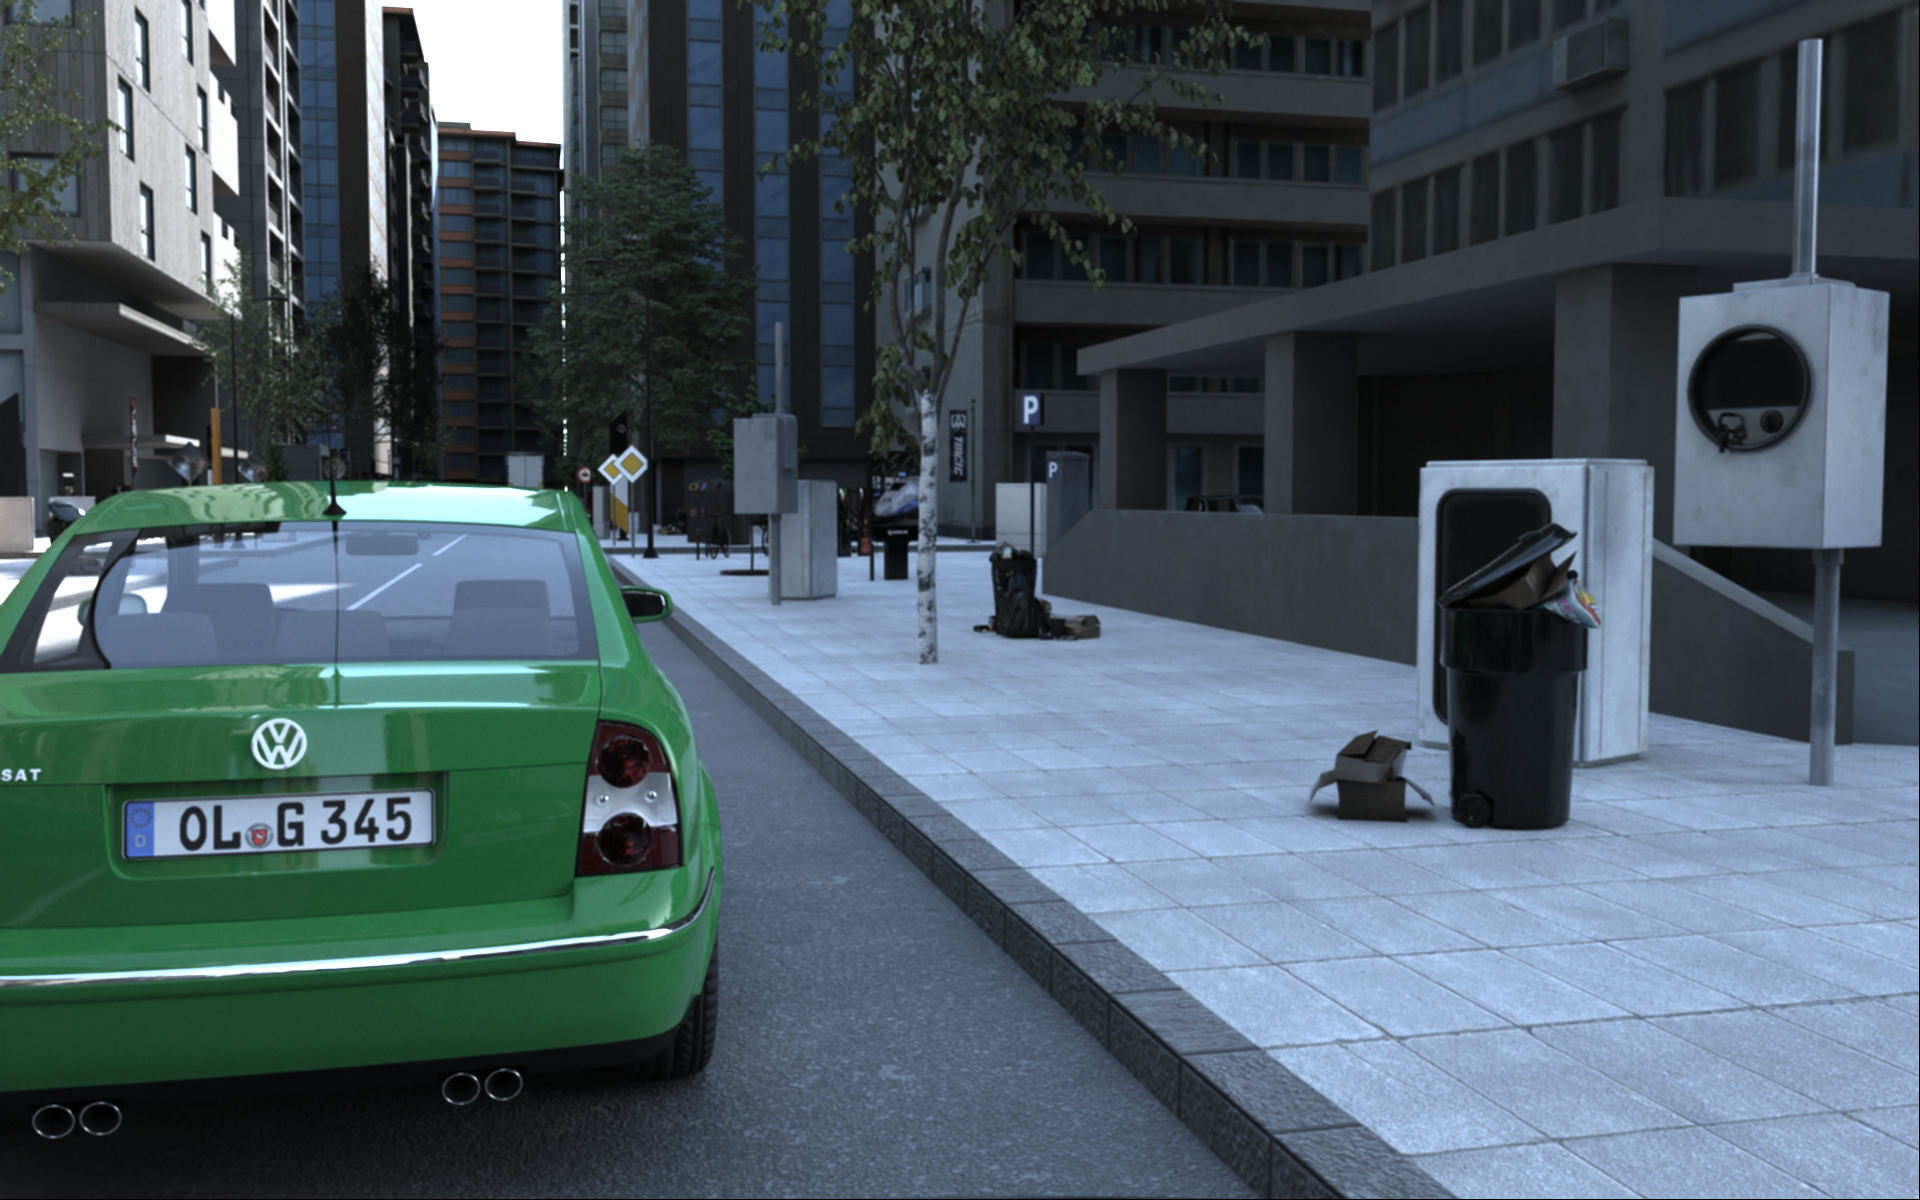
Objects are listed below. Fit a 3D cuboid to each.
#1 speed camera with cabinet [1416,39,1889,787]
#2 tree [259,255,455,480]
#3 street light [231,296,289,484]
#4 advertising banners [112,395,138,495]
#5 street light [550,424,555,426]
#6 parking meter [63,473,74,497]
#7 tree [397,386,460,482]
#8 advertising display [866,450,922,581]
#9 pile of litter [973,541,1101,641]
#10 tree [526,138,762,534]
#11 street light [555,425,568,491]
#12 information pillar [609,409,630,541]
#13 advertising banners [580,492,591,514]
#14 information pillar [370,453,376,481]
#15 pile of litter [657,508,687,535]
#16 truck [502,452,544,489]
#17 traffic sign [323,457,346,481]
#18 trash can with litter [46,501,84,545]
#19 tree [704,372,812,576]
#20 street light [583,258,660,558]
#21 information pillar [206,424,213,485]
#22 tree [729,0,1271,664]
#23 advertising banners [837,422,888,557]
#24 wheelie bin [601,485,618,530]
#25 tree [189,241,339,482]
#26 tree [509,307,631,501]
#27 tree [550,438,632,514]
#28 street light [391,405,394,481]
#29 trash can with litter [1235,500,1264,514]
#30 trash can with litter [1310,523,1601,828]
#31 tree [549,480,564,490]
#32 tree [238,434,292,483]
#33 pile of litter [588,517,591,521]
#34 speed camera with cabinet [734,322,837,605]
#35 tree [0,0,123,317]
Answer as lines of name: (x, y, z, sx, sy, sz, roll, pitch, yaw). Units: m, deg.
speed camera with cabinet: (3.143, -0.841, 8.087, 0.660, 3.252, 2.038, -3, 4, -38)
tree: (-23.544, -8.122, 67.201, 7.601, 10.594, 8.767, 0, 4, 2)
street light: (-16.444, -4.166, 40.661, 1.470, 5.913, 1.316, -1, 4, -14)
advertising banners: (-14.443, -2.069, 30.014, 0.090, 3.025, 2.074, -1, 4, -15)
street light: (-26.777, -8.753, 115.656, 1.470, 5.913, 1.316, -1, 4, -14)
parking meter: (-25.067, -2.631, 48.733, 0.255, 1.863, 0.399, -2, 4, -31)
tree: (-35.871, -10.132, 116.028, 4.737, 8.622, 4.395, 0, 3, 0)
advertising display: (-0.957, -1.266, 25.909, 0.974, 1.923, 0.123, -2, 4, -35)
pile of litter: (0.719, -0.123, 15.968, 1.176, 0.858, 1.719, 0, 4, -2)
tree: (-9.842, -8.420, 55.788, 7.486, 12.596, 7.792, 0, 3, 0)
street light: (-15.209, -5.889, 68.818, 1.470, 5.913, 1.316, -1, 4, -14)
information pillar: (-9.355, -3.438, 47.568, 0.504, 3.616, 0.183, -1, 4, -15)
advertising banners: (-24.285, -7.192, 113.778, 2.074, 3.025, 0.090, 3, 5, 42)
information pillar: (-33.666, -6.606, 99.364, 0.183, 3.616, 0.504, -3, 5, -44)
pile of litter: (-9.060, -2.485, 54.601, 1.176, 0.858, 1.719, 2, 4, 25)
truck: (-30.614, -8.108, 121.476, 2.839, 4.237, 11.283, -1, 4, -15)
traffic sign: (-21.613, -3.656, 59.876, 0.768, 2.556, 0.104, 0, 4, -6)
trash can with litter: (-14.070, -0.994, 27.637, 1.055, 1.170, 0.624, 2, 4, 31)
tree: (-3.192, -2.020, 27.634, 1.663, 3.219, 1.824, 0, 3, 0)
street light: (-6.729, -3.784, 34.417, 1.470, 5.913, 1.316, -1, 4, -14)
information pillar: (-25.276, -4.110, 58.555, 0.183, 3.616, 0.504, 0, 4, 5)
tree: (-0.061, -3.834, 13.048, 4.737, 8.622, 4.395, 0, 3, 0)
advertising banners: (-1.998, -2.426, 35.851, 0.090, 3.025, 2.074, 2, 4, 30)
wheelie bin: (-12.589, -3.296, 61.798, 0.980, 1.594, 0.693, 1, 4, 22)
tree: (-20.773, -6.189, 51.547, 4.737, 8.622, 4.395, 0, 3, 0)
tree: (-20.549, -10.260, 93.502, 9.928, 11.665, 9.643, 0, 3, 0)
tree: (-17.085, -6.133, 83.996, 4.285, 4.588, 4.351, 0, 3, 0)
street light: (-28.087, -7.024, 87.391, 1.470, 5.913, 1.316, -1, 4, -14)
trash can with litter: (5.579, -1.298, 32.615, 0.624, 1.170, 1.055, -1, 4, -13)
trash can with litter: (1.914, 0.282, 6.778, 1.055, 1.170, 0.624, 1, 4, 12)
tree: (-42.759, -11.644, 184.985, 1.663, 3.219, 1.824, 0, 3, 0)
tree: (-21.870, -3.709, 55.241, 1.663, 3.219, 1.824, 0, 3, 0)
pile of litter: (-15.670, -3.712, 74.653, 1.719, 0.858, 1.176, 0, 4, 7)
speed camera with cabinet: (-2.074, -1.616, 20.765, 0.660, 3.252, 2.038, 1, 4, 15)
tree: (-12.844, -4.358, 21.619, 4.737, 8.622, 4.395, 0, 3, 0)
